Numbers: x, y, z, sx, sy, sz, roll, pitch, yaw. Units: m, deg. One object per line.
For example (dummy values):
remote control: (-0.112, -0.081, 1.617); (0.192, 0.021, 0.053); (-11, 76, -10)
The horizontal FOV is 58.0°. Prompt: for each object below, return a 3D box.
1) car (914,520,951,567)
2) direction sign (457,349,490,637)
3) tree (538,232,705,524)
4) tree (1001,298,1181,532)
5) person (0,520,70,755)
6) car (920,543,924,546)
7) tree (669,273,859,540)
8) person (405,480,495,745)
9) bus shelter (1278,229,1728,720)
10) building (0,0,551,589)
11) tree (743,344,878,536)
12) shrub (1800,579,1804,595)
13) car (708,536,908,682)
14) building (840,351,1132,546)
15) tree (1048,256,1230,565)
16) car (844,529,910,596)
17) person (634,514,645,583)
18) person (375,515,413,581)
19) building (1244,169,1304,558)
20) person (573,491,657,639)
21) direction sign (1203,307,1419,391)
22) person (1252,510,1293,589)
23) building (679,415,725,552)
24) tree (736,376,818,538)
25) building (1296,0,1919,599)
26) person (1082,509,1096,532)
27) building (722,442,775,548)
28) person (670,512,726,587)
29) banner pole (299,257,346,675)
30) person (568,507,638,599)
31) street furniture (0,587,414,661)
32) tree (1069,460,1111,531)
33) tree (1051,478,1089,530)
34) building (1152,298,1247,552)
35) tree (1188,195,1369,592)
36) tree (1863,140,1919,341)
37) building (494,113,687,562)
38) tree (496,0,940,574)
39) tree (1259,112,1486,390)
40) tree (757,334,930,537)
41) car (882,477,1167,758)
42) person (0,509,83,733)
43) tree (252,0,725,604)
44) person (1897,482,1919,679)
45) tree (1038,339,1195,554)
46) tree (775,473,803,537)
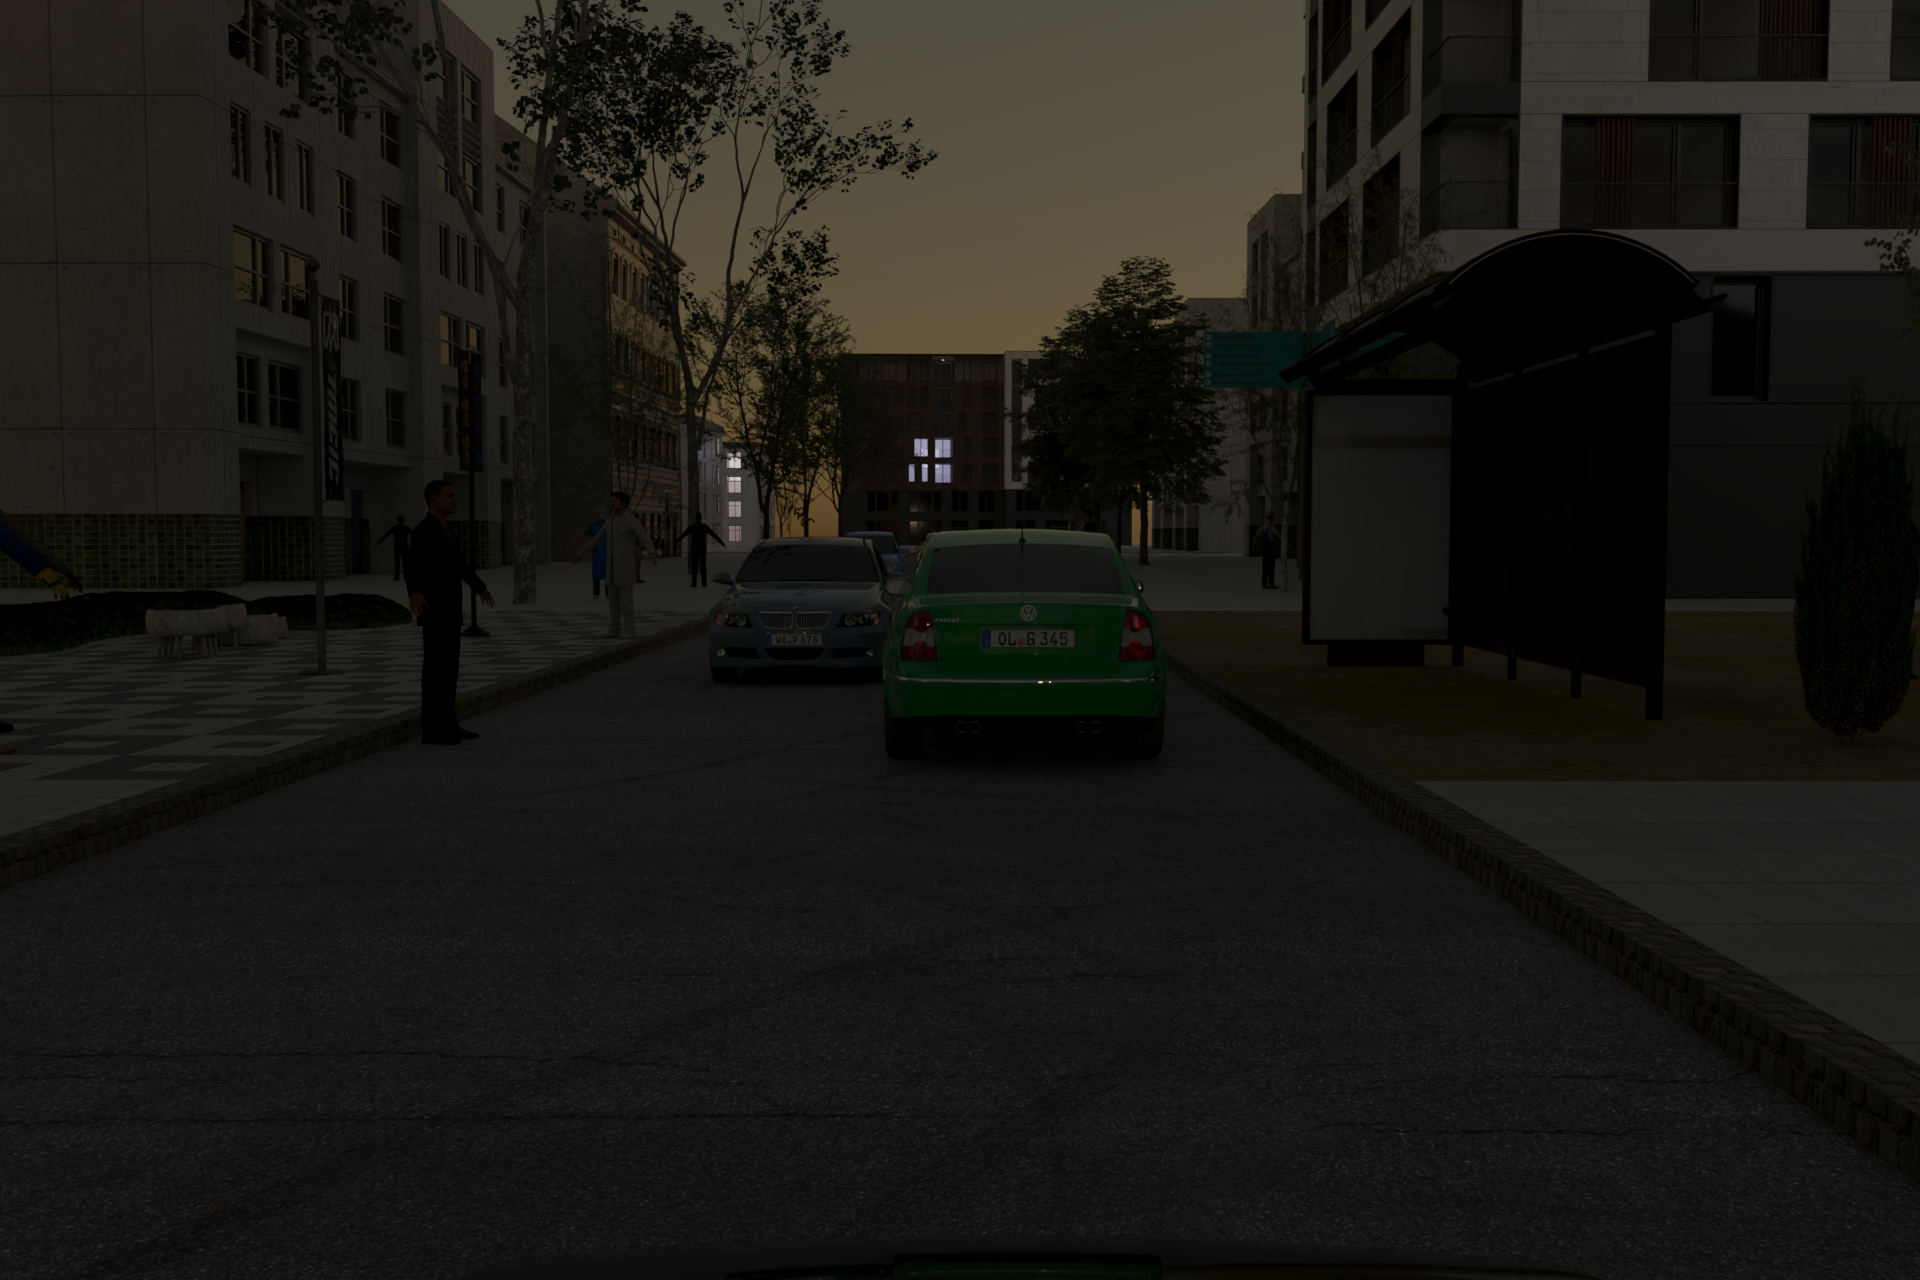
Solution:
car: (-0.275, -2.339, 47.043); (1.959, 1.807, 4.718); (0, 4, -1)
direction sign: (-6.111, -1.815, 21.679); (0.379, 3.537, 0.876); (0, 4, 1)
tree: (-8.209, -5.657, 42.848); (4.360, 8.622, 3.978); (0, 3, 0)
tree: (7.316, -11.428, 93.496); (9.857, 13.997, 8.962); (0, 3, 0)
person: (-5.772, -0.249, 10.042); (1.349, 1.833, 0.705); (1, 4, 19)
car: (-0.613, -3.780, 73.598); (2.131, 1.459, 4.920); (0, 4, 0)
tree: (-7.921, -8.812, 69.832); (9.928, 11.665, 9.643); (0, 3, 0)
person: (-3.548, -0.198, 11.927); (0.704, 1.802, 1.346); (0, 4, 5)
bus shelter: (4.097, -1.246, 14.289); (2.014, 3.302, 5.546); (0, 4, 1)
building: (-25.545, -11.566, 55.562); (16.747, 18.905, 31.486); (0, 4, 1)
tree: (-8.309, -10.286, 93.928); (9.928, 11.665, 9.643); (0, 3, 0)
shrub: (11.874, -0.754, 23.446); (1.383, 1.207, 1.383); (0, 3, 0)
car: (-1.542, -0.386, 18.308); (2.014, 1.417, 4.499); (0, 3, 0)
building: (2.429, -21.963, 205.528); (32.646, 21.610, 27.936); (0, 4, -2)
tree: (7.206, -9.383, 71.540); (7.486, 12.596, 7.792); (0, 3, 0)
car: (-2.152, -1.933, 41.200); (1.945, 1.707, 3.694); (0, 4, 1)
person: (-8.435, -2.400, 45.510); (0.705, 1.796, 1.348); (-1, 4, -10)
person: (-15.406, -2.539, 47.705); (1.347, 1.806, 0.705); (-2, 4, -26)
building: (24.685, -13.250, 83.102); (16.747, 18.905, 31.486); (0, 3, 0)
person: (-4.196, -0.924, 21.291); (1.347, 1.806, 0.705); (2, 4, 32)
direction sign: (4.128, -1.904, 19.899); (2.525, 3.948, 1.411); (0, 3, 0)
person: (7.268, -2.125, 40.608); (0.705, 1.847, 1.347); (-2, 4, -32)
building: (-22.994, -11.849, 135.883); (9.099, 9.664, 28.070); (0, 4, 1)
tree: (-8.106, -7.821, 78.241); (4.737, 8.622, 4.395); (0, 3, 0)
building: (23.361, -12.585, 49.735); (27.936, 21.610, 32.646); (0, 4, 0)
person: (2.821, -1.987, 38.419); (0.705, 1.837, 1.347); (1, 4, 19)
building: (-22.718, -14.043, 171.746); (9.099, 9.664, 28.070); (0, 4, 1)
person: (-6.318, -2.181, 41.889); (1.346, 1.802, 0.704); (-1, 4, -13)
banner pole: (-5.850, -1.590, 16.019); (0.401, 3.779, 0.863); (0, 4, 2)
person: (-7.027, -1.708, 34.049); (1.347, 1.817, 0.704); (-1, 4, -20)
street furniture: (-10.347, -0.377, 21.791); (5.734, 0.657, 10.072); (0, 4, -3)
tree: (7.784, -9.601, 107.334); (4.737, 8.622, 4.395); (0, 3, 0)
tree: (6.952, -9.985, 113.610); (4.360, 8.622, 3.978); (0, 3, 0)
building: (25.440, -16.624, 138.258); (16.747, 18.905, 31.486); (0, 4, 0)
tree: (7.176, -5.354, 37.901); (4.360, 8.622, 3.978); (0, 3, 0)
tree: (16.456, -4.688, 27.009); (4.737, 8.622, 4.395); (0, 3, 0)
building: (-25.081, -15.720, 87.943); (19.493, 23.208, 18.063); (0, 4, 1)
tree: (-7.513, -12.105, 53.802); (12.611, 20.169, 13.585); (0, 3, 0)
tree: (7.651, -4.889, 30.299); (4.360, 8.622, 3.978); (0, 3, 0)
tree: (-7.476, -12.009, 106.723); (12.009, 13.543, 11.850); (0, 3, 0)
car: (0.407, -0.223, 12.435); (1.959, 1.807, 4.718); (0, 3, 0)
person: (-6.366, -0.305, 11.111); (1.348, 1.813, 0.705); (0, 4, -5)
tree: (-9.179, -10.774, 32.045); (12.611, 20.169, 13.585); (0, 3, 0)
person: (8.435, -0.534, 15.452); (0.721, 1.740, 1.216); (0, 4, -4)
tree: (7.327, -8.988, 81.371); (8.767, 10.594, 7.601); (2, 4, 26)
tree: (-19.735, -15.452, 203.005); (4.360, 8.622, 3.978); (0, 3, 0)
